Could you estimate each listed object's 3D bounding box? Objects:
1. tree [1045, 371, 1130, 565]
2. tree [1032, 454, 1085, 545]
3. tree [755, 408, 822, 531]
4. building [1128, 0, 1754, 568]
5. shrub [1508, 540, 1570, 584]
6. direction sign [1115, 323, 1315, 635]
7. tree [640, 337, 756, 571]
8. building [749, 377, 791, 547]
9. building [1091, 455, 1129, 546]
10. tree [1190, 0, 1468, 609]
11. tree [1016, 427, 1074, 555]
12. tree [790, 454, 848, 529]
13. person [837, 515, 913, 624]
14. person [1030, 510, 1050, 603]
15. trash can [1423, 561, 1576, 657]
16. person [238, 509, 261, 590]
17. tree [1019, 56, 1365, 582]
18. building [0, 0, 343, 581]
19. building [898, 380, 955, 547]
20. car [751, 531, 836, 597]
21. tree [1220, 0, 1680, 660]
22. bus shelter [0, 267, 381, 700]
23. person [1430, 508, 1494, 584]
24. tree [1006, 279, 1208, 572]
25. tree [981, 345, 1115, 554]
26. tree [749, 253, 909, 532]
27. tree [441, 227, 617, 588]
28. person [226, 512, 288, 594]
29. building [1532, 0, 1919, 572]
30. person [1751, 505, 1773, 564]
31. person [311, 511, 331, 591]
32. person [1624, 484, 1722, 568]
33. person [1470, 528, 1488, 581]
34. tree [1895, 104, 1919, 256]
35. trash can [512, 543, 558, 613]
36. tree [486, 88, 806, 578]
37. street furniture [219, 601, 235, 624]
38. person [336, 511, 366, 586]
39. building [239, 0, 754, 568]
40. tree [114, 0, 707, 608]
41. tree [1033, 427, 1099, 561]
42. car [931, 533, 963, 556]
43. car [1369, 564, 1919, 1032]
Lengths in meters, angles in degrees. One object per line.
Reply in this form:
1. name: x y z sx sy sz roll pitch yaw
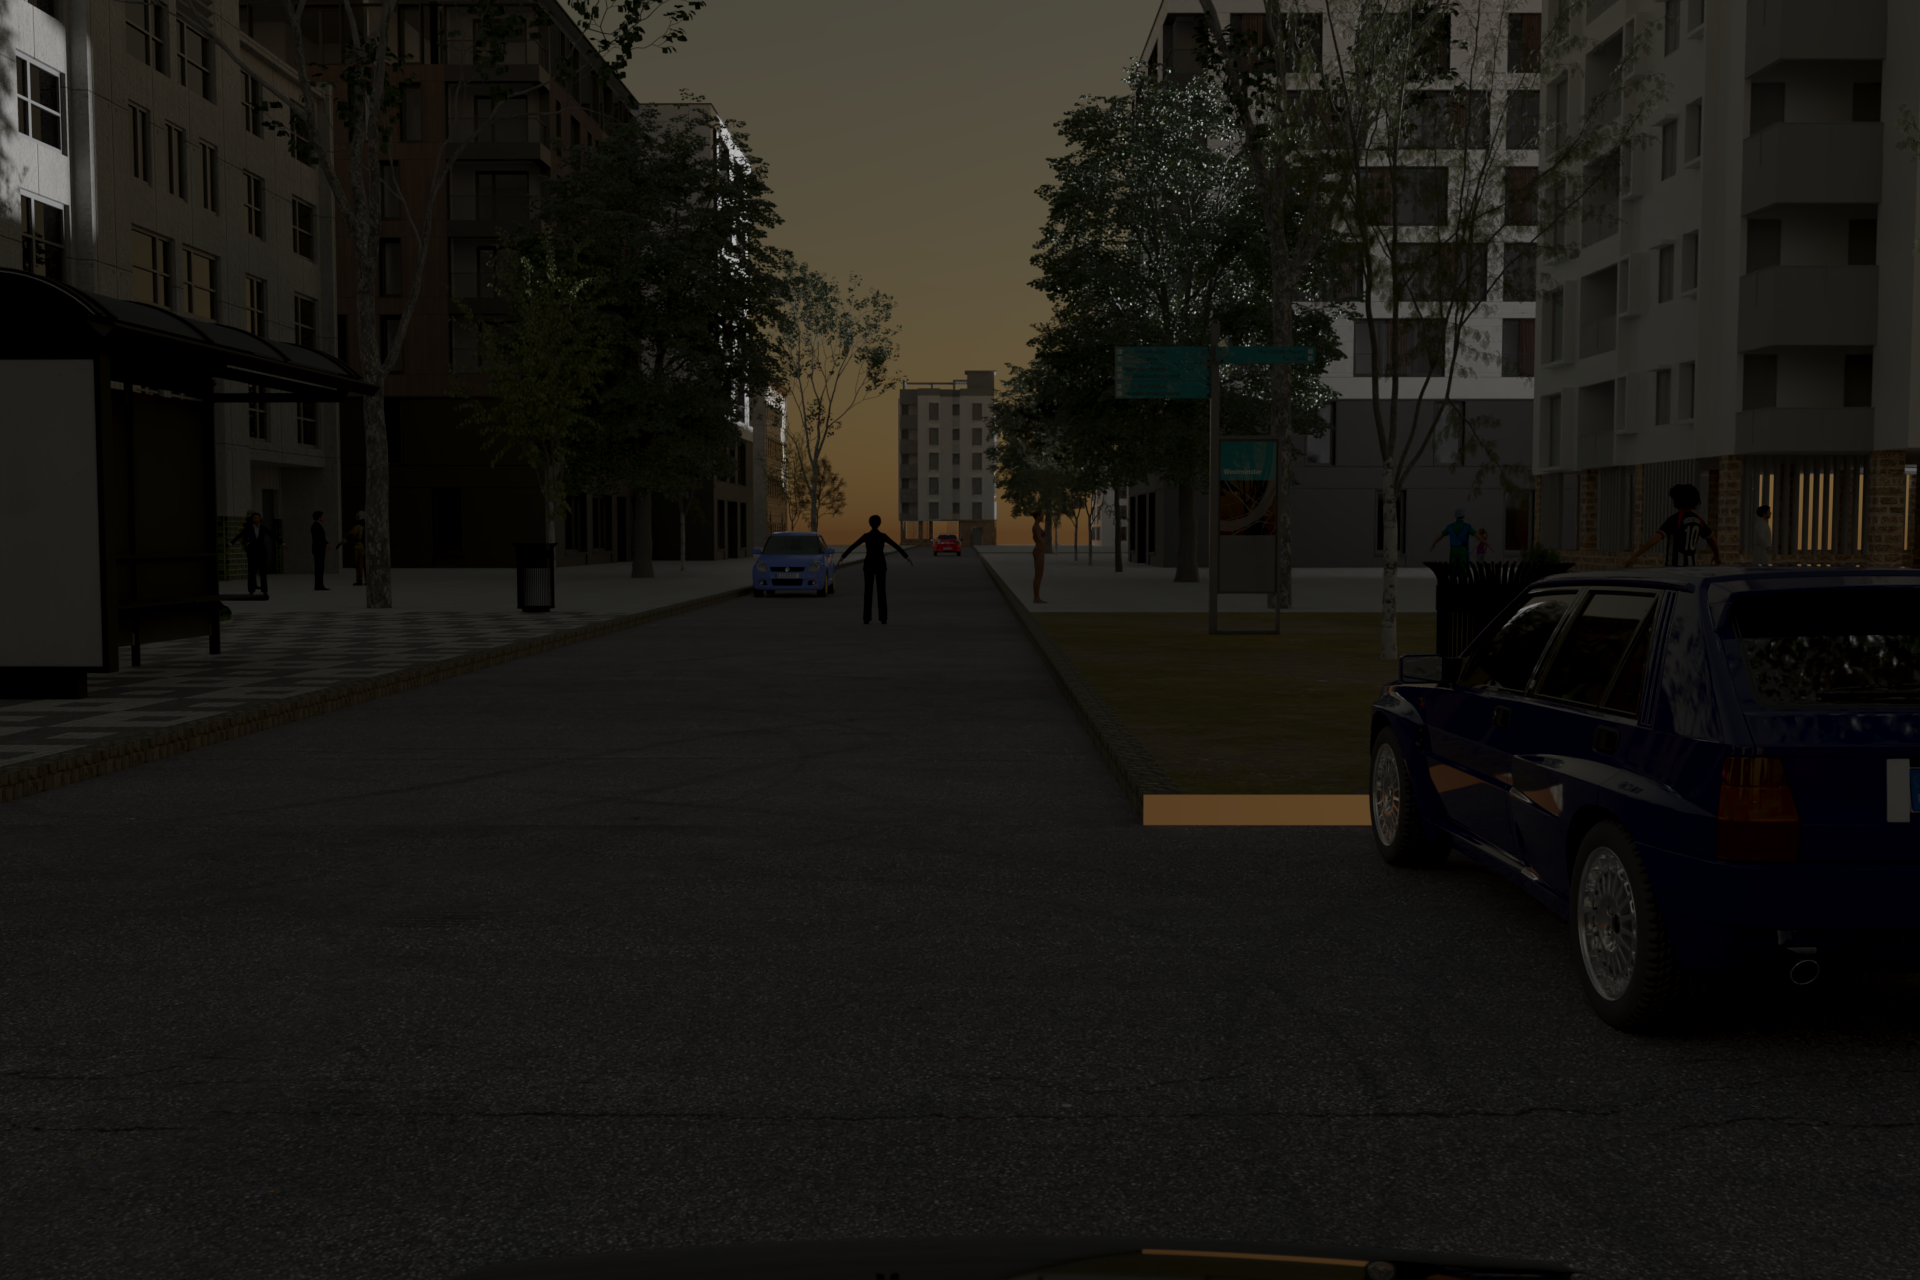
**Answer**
1. tree: 5.371 -7.377 70.983 4.360 8.622 3.978 0 3 0
2. tree: 11.278 -17.107 205.454 9.928 11.665 9.643 0 3 0
3. tree: -9.678 -9.205 100.868 4.360 8.622 3.978 0 3 0
4. building: 21.676 -14.536 81.644 27.936 21.610 32.646 0 3 0
5. shrub: 7.965 -0.778 23.842 1.383 1.207 1.383 0 3 0
6. direction sign: 3.223 -2.001 21.486 2.525 3.948 1.411 0 4 1
7. tree: -9.865 -6.708 60.033 4.360 8.622 3.978 0 3 0
8. building: -27.662 -20.987 174.067 19.493 23.208 18.063 0 4 0
9. building: 19.359 -14.724 182.881 9.099 9.664 28.070 0 4 0
10. tree: 6.686 -10.550 28.386 12.611 20.169 13.585 0 3 0
11. tree: 5.989 -9.372 103.592 4.360 8.622 3.978 0 3 0
12. tree: -16.365 -16.265 200.340 7.601 10.594 8.767 0 4 5
13. person: -1.356 -1.130 27.646 1.216 1.740 0.721 0 4 -3
14. person: 1.541 -1.559 32.286 0.721 1.733 1.217 0 4 -5
15. trash can: 2.749 0.170 8.875 0.748 1.137 0.748 0 3 0
16. person: -16.373 -2.102 40.152 0.705 1.856 1.354 -2 4 -30
17. tree: 6.017 -8.518 45.930 9.857 13.997 8.962 0 3 0
18. building: -28.090 -10.582 39.467 16.747 18.905 31.486 0 4 -1
19. building: -6.886 -21.121 204.199 11.380 20.090 16.016 0 4 -3
20. car: -3.856 -1.890 40.491 1.945 1.707 3.694 0 3 0
21. tree: 4.301 -4.119 17.713 4.360 8.622 3.978 0 3 0
22. bus shelter: -7.290 -1.344 15.901 2.014 3.302 5.546 0 4 1
23. person: 10.332 -1.814 35.781 1.347 1.817 0.704 3 4 37
24. tree: 5.038 -7.559 57.998 7.601 10.594 8.767 -1 4 -22
25. tree: 5.677 -12.593 112.557 9.857 13.997 8.962 0 3 0
26. tree: -9.524 -15.836 114.804 12.611 20.169 13.585 0 3 0
27. tree: -9.907 -5.542 40.978 4.737 8.622 4.395 0 3 0
28. person: -14.764 -1.815 36.393 1.216 1.740 0.721 -2 4 -25
29. building: 21.075 -11.606 46.172 16.016 20.090 11.380 0 4 0
30. person: 14.739 -1.563 31.734 0.705 1.806 1.347 2 4 23
31. person: -14.564 -2.034 39.441 0.705 1.806 1.347 -2 4 -31
32. person: 7.820 -0.777 18.840 1.345 1.843 0.704 -2 4 -23
33. person: 13.301 -2.150 44.426 0.599 1.433 0.991 3 4 39
34. tree: 12.661 -4.230 19.519 4.360 8.622 3.978 0 3 0
35. trash can: -6.967 -1.026 28.433 0.748 1.137 0.748 0 3 0
36. tree: -9.425 -8.807 50.651 9.857 13.997 8.962 0 3 0
37. street furniture: -13.900 -0.460 23.145 5.734 0.657 10.072 1 4 18
38. person: -14.883 -2.283 43.089 0.705 1.858 1.354 3 4 36
39. building: -25.736 -14.469 80.541 27.936 21.610 32.646 0 4 1
40. tree: -10.260 -10.527 28.013 12.611 20.169 13.585 0 3 0
41. tree: 5.436 -8.001 81.175 4.360 8.622 3.978 0 3 0
42. car: -0.854 -6.397 113.623 2.155 1.783 4.494 0 4 -1
43. car: 2.707 0.382 6.334 1.945 1.354 3.894 0 4 -1
